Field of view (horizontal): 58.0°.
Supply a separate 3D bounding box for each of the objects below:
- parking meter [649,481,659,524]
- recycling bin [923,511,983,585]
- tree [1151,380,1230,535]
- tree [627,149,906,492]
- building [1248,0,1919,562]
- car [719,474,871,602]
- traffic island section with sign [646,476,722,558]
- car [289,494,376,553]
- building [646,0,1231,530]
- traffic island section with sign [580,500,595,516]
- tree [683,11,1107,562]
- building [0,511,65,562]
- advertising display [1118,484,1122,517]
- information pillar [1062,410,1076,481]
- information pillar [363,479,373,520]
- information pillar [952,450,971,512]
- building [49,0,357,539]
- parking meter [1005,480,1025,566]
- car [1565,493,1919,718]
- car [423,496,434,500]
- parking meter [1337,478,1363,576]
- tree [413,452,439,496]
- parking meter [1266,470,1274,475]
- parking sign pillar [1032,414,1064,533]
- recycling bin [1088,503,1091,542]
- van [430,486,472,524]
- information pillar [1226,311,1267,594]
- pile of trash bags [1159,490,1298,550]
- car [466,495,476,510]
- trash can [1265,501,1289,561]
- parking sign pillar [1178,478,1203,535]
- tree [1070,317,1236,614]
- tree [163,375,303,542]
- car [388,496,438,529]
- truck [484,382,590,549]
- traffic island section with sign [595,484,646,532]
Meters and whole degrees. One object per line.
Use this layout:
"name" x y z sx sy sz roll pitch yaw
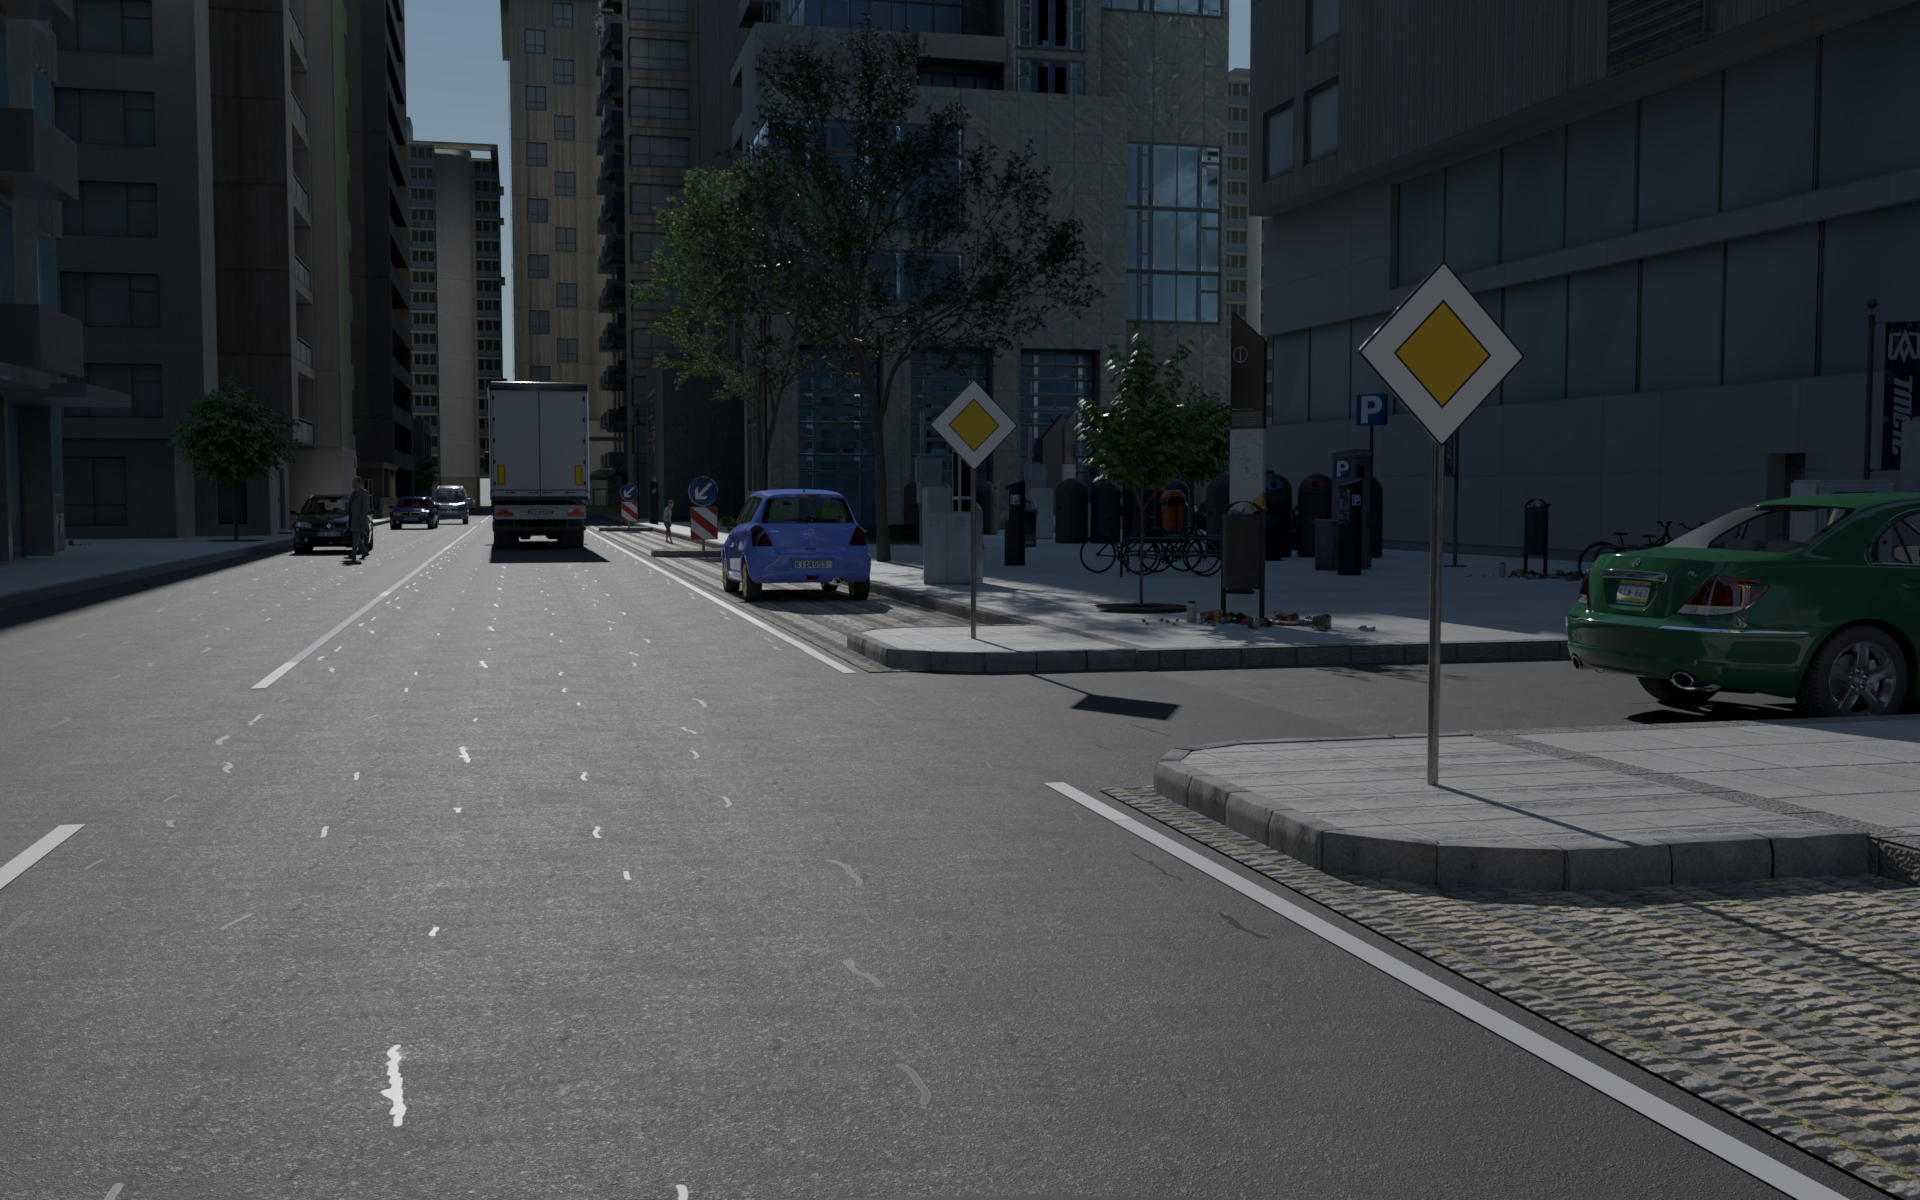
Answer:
"parking meter" -13.225 -4.229 74.859 0.399 1.863 0.255 -2 4 -24
"recycling bin" -0.094 -0.751 24.841 0.722 1.027 0.722 1 4 14
"tree" 6.776 -4.061 50.104 4.285 4.588 4.351 0 3 0
"tree" -5.738 -7.673 51.212 9.928 11.665 9.643 0 3 0
"building" 23.481 -27.269 35.083 27.495 52.752 28.713 -1 4 -14
"car" -2.370 -0.903 24.352 1.945 1.707 3.694 -1 4 -14
"traffic island section with sign" -6.078 -1.907 39.808 1.989 1.847 2.006 -1 4 -14
"car" -15.598 -2.042 43.176 2.009 1.686 4.222 -1 4 -16
"building" -1.499 -46.604 74.654 22.319 86.520 31.000 -1 4 -14
"traffic island section with sign" -24.954 -6.447 114.034 1.989 1.847 2.006 -1 4 -14
"tree" -1.398 -6.026 32.942 8.767 10.594 7.601 0 4 4
"building" -26.188 -24.649 22.613 23.786 49.044 30.456 -1 4 -14
"advertising display" 5.311 -2.964 53.677 0.974 1.923 0.123 -1 4 -20
"information pillar" 3.038 -3.475 48.171 0.183 3.616 0.504 3 5 44
"information pillar" -29.294 -4.968 85.725 0.304 2.012 0.304 1 4 17
"information pillar" 0.065 -1.476 28.625 0.304 2.012 0.304 -2 4 -23
"building" -27.171 -22.641 53.775 14.154 41.232 14.086 -1 4 -14
"parking meter" 0.985 -1.386 31.074 0.372 1.533 0.369 0 3 0
"car" 6.506 0.017 11.528 4.920 1.459 2.131 -1 4 -14
"car" -29.931 -5.245 98.333 1.945 1.354 3.894 -1 4 -13
"parking meter" 6.166 -1.161 27.392 0.372 1.533 0.369 0 3 0
"tree" -42.463 -9.297 135.724 4.285 4.588 4.351 0 3 0
"parking meter" 7.578 -2.269 42.802 0.255 1.863 0.399 -1 4 -10
"parking sign pillar" 2.927 -4.232 57.661 1.447 3.967 1.447 3 4 36
"recycling bin" 3.506 -2.091 46.738 0.722 1.027 0.722 2 4 34
"van" -24.597 -4.682 83.570 2.013 2.044 4.112 -1 4 -15
"information pillar" 3.667 -1.883 22.139 0.504 3.616 0.183 3 4 36
"pile of trash bags" 6.252 -1.847 39.943 3.447 1.369 1.912 -1 4 -12
"car" -44.918 -8.834 156.803 2.083 1.381 4.827 -1 4 -16
"trash can" 5.968 -1.328 33.373 0.748 1.137 0.748 0 3 0
"parking sign pillar" 6.776 -3.970 53.375 1.447 3.967 1.447 -1 4 -16
"tree" 1.945 -1.500 19.126 1.663 3.219 1.824 0 3 0
"tree" -19.781 -3.871 47.005 4.285 4.588 4.351 0 3 0
"car" -22.610 -3.619 71.750 1.945 1.354 3.894 -1 4 -13
"truck" -11.989 -3.668 48.882 2.839 4.237 11.283 -1 4 -15
"traffic island section with sign" -12.858 -3.539 66.489 1.989 1.847 2.006 -1 4 -14
